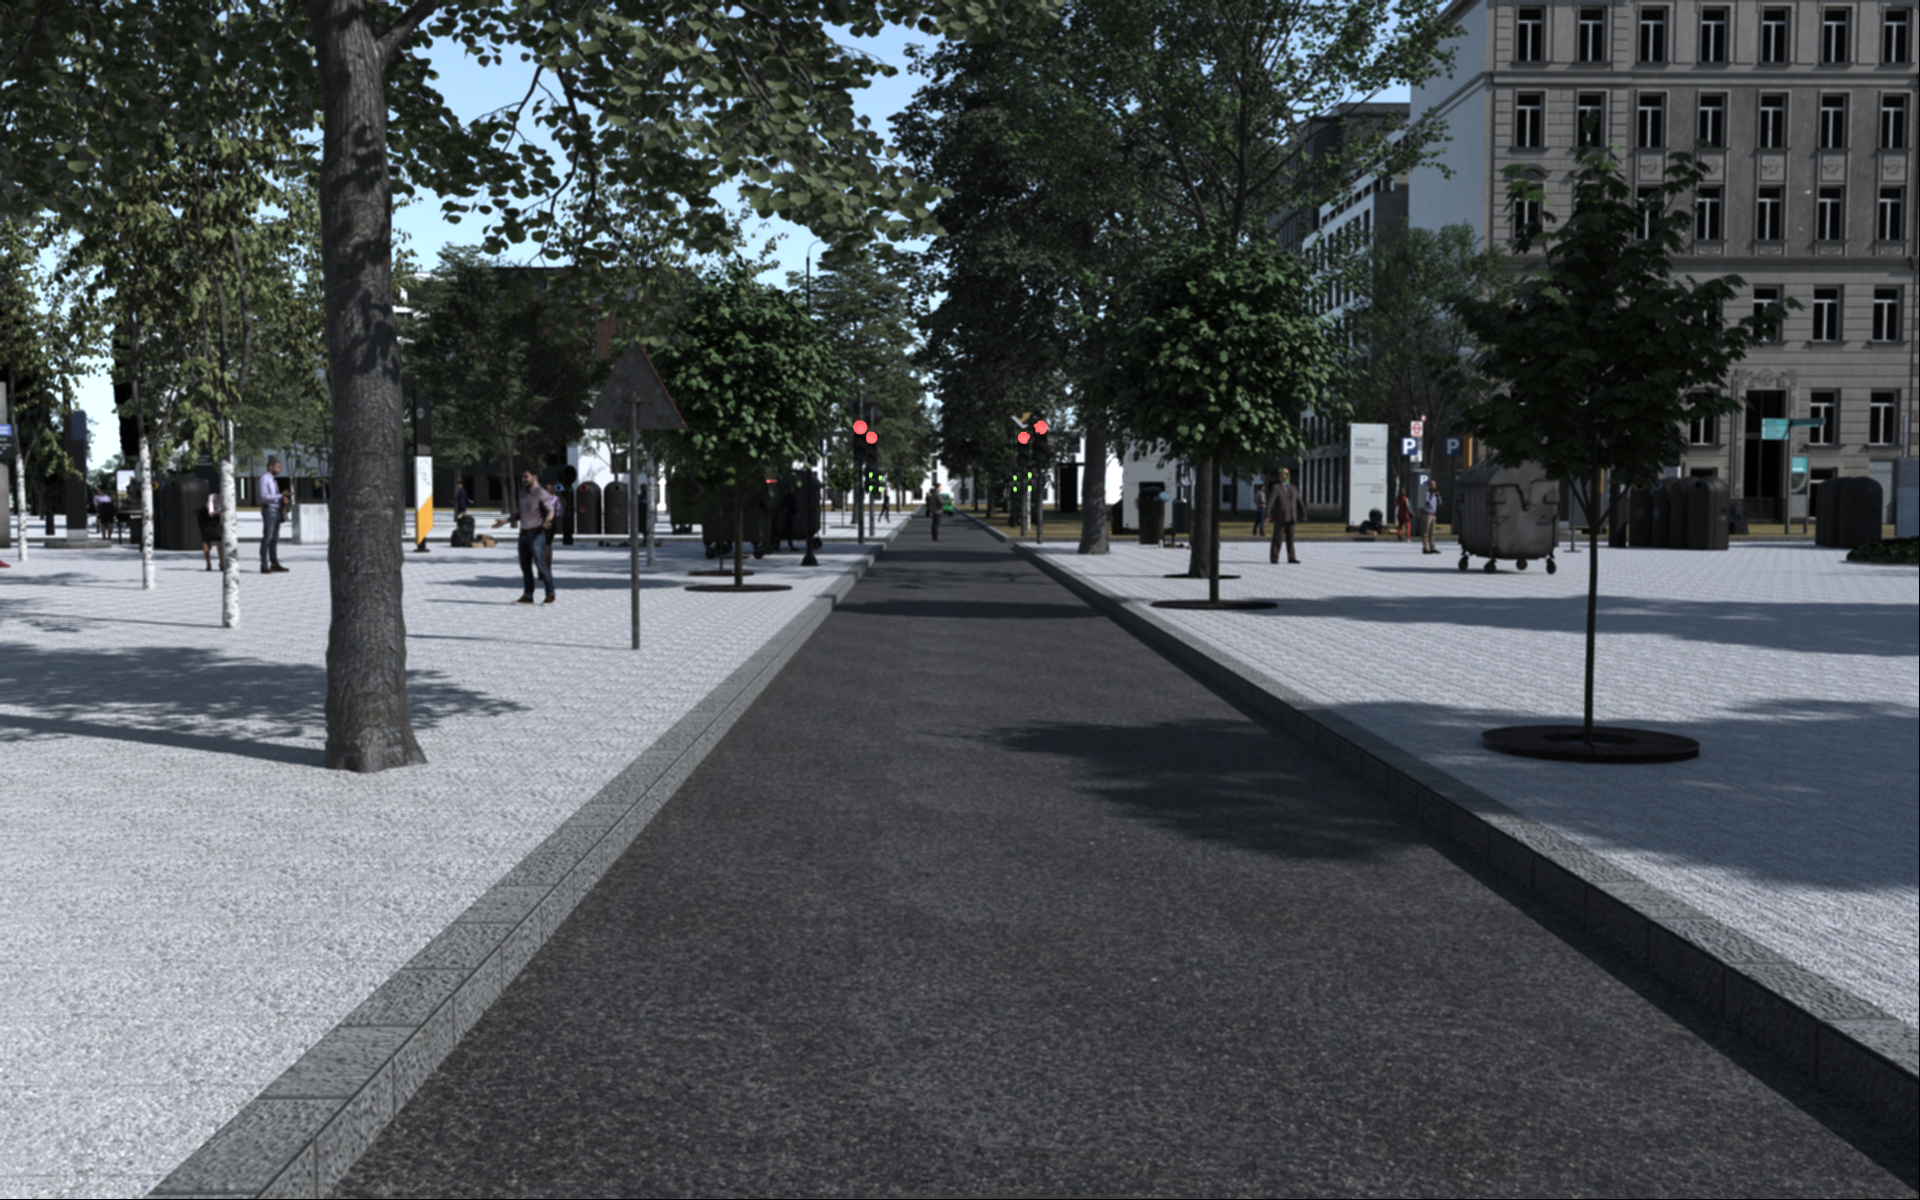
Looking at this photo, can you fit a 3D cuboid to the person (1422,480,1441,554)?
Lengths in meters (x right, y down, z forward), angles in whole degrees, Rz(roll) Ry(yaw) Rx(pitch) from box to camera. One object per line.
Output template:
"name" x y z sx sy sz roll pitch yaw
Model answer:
"person" 10.149 -1.783 37.257 0.516 1.574 0.319 -3 5 -39

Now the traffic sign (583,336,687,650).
"traffic sign" -2.675 -0.869 14.219 0.884 2.594 0.081 1 4 9

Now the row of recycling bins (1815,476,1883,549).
"row of recycling bins" 21.475 -2.132 41.973 1.069 1.692 3.534 1 4 16

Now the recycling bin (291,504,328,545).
"recycling bin" -16.577 -1.933 44.158 0.722 1.027 0.722 -3 4 -37

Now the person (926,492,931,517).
"person" -1.954 -5.999 108.854 0.388 1.546 0.482 1 4 19

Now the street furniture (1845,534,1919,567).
"street furniture" 21.687 -1.032 32.507 10.072 0.657 5.734 1 4 10

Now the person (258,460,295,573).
"person" -11.081 -1.362 28.185 0.599 1.838 0.709 0 4 -3

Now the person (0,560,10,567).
"person" -16.953 -1.359 30.139 0.647 1.594 0.662 3 5 41

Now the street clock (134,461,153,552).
"street clock" -17.912 -2.047 38.034 0.358 2.002 0.471 -3 5 -44

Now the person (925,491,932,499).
"person" -2.614 -8.801 153.105 1.217 1.736 0.721 -3 4 -37

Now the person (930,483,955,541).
"person" -0.533 -2.666 52.619 0.750 1.759 0.617 0 4 -6

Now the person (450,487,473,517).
"person" -20.467 -3.865 71.187 0.963 1.587 0.435 -1 4 -21

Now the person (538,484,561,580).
"person" -6.195 -1.018 25.920 0.421 1.427 0.697 0 4 0

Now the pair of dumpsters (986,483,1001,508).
"pair of dumpsters" 2.575 -6.975 116.540 1.574 2.255 4.436 0 4 -1

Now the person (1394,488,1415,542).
"person" 12.992 -2.473 50.642 0.444 1.614 0.593 -1 4 -13

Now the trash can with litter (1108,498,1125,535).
"trash can with litter" 4.751 -2.630 54.396 1.055 1.170 0.624 0 4 1

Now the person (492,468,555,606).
"person" -4.942 -0.731 19.953 0.963 1.587 0.435 2 4 30

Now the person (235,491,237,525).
"person" -28.854 -3.734 68.560 0.593 1.643 0.415 2 4 30

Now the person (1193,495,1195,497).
"person" 19.171 -8.104 138.555 1.348 1.822 0.705 -2 4 -27

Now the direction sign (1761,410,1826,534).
"direction sign" 26.562 -4.021 54.502 2.525 3.948 1.411 -2 4 -25

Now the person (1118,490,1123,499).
"person" 18.739 -11.807 199.221 1.348 1.807 0.705 -1 4 -21

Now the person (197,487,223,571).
"person" -12.411 -1.203 28.906 0.799 1.438 0.628 1 4 13

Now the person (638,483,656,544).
"person" -8.012 -2.196 44.158 0.429 1.552 0.499 -3 5 -43

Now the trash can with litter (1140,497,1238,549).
"trash can with litter" 5.478 -1.817 40.767 2.233 1.210 1.678 3 5 43

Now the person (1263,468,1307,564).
"person" 6.029 -1.552 31.967 0.990 1.755 0.434 -2 4 -23

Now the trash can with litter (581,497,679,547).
"trash can with litter" -8.143 -1.913 42.340 2.233 1.210 1.678 1 4 13

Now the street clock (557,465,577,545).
"street clock" -9.855 -2.379 43.474 0.358 2.002 0.471 2 4 31

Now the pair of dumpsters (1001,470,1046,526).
"pair of dumpsters" 2.682 -4.205 71.247 1.574 2.255 4.436 0 4 -1

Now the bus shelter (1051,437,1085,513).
"bus shelter" 7.394 -8.639 118.884 2.179 5.291 8.768 0 4 -1

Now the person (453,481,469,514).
"person" -17.401 -3.273 60.253 0.504 1.737 0.576 0 4 -1

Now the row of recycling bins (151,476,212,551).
"row of recycling bins" -18.254 -2.044 40.534 1.069 1.692 3.534 -2 4 -34

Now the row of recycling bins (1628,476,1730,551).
"row of recycling bins" 17.033 -2.076 41.051 1.069 1.692 3.534 0 4 -7

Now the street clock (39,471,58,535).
"street clock" -28.366 -3.020 53.940 0.358 2.002 0.471 2 4 26

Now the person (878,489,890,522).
"person" -3.427 -4.271 78.412 0.613 1.512 0.480 0 4 6

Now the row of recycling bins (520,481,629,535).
"row of recycling bins" -12.313 -2.945 55.265 3.534 1.692 1.069 0 4 3

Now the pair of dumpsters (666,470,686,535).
"pair of dumpsters" -8.464 -3.255 55.715 1.574 2.255 4.436 0 4 -1

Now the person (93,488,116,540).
"person" -21.970 -2.150 44.432 0.697 1.427 0.421 3 4 36

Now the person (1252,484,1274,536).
"person" 9.161 -2.730 52.631 0.435 1.587 0.963 -1 4 -22

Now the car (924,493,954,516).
"car" -1.345 -6.314 112.024 1.959 1.807 4.718 0 4 -2

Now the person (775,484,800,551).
"person" -3.896 -1.851 38.845 0.480 1.512 0.613 3 5 41

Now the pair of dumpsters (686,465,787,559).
"pair of dumpsters" -4.535 -2.050 36.015 1.574 2.255 4.436 0 4 -1
